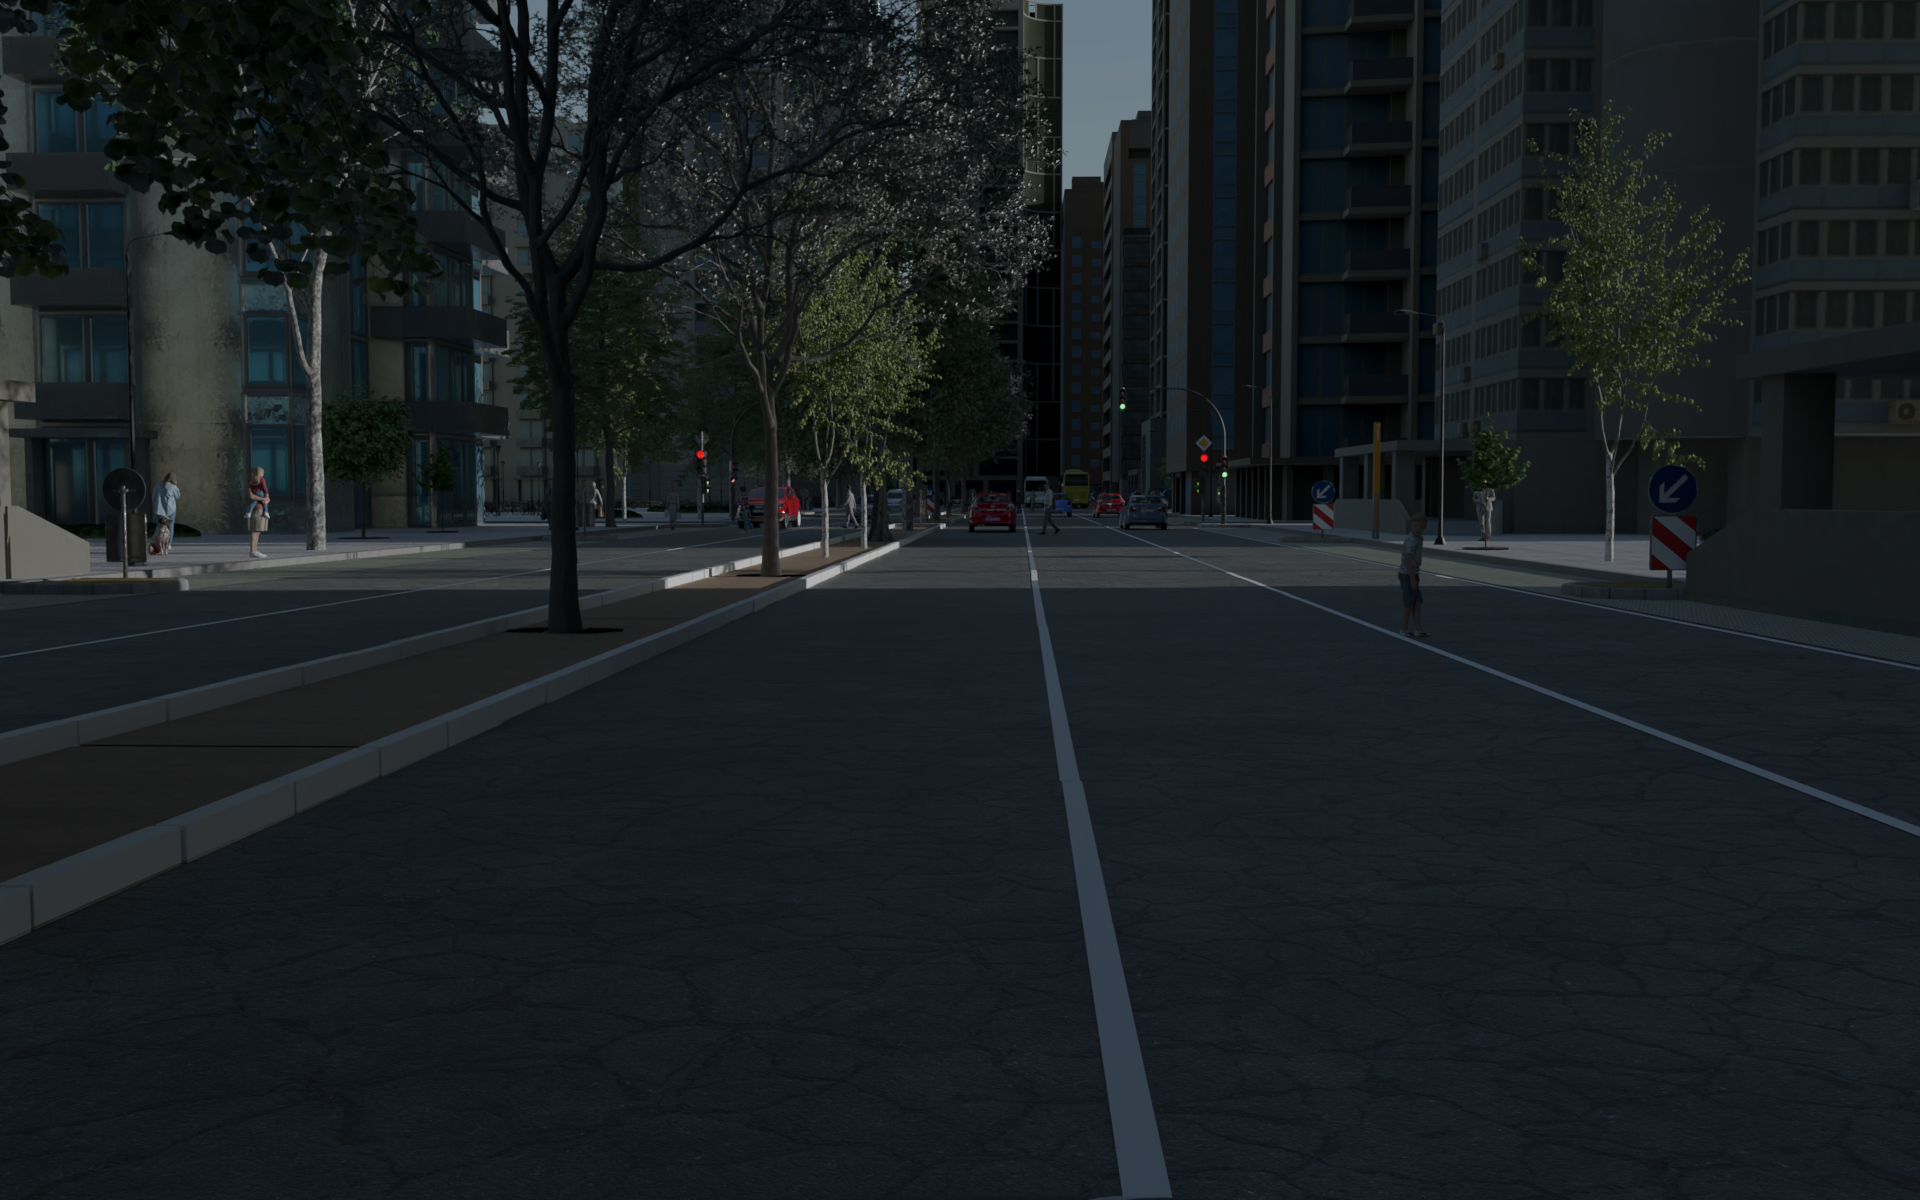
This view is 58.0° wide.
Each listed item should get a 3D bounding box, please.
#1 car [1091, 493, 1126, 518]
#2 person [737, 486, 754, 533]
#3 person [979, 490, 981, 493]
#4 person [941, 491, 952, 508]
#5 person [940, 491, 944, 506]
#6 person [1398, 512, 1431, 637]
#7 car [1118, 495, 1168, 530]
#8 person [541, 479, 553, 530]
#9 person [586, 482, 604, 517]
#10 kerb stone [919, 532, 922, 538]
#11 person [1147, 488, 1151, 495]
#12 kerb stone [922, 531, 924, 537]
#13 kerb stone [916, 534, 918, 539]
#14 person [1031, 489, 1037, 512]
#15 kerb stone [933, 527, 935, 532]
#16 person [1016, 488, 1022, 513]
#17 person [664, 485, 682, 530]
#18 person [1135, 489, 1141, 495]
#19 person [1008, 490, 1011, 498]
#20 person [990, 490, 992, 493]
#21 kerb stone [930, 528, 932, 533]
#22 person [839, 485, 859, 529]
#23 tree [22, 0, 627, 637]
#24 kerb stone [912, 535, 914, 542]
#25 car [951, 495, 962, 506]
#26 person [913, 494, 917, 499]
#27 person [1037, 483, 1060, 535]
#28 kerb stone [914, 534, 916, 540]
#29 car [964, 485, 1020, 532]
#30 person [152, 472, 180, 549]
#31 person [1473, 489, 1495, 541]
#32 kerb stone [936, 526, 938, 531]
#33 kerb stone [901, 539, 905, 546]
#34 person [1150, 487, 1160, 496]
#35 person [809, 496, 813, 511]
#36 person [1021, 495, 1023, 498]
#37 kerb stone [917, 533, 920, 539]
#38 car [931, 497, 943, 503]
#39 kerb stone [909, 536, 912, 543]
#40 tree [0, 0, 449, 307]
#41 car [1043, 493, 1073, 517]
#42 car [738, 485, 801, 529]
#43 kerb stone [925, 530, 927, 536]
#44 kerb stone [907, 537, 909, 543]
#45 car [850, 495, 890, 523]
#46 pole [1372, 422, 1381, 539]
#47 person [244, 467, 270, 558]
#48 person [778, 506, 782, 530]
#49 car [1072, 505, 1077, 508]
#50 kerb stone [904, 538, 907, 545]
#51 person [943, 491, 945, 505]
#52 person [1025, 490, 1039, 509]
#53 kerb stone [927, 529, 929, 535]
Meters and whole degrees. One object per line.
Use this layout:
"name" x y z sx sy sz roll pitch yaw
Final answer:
"car" 8.967 -5.820 104.202 2.155 1.783 4.494 0 4 1
"person" -7.850 -3.311 63.464 0.643 1.720 0.563 -1 4 -15
"person" 2.092 -10.469 179.664 1.348 1.824 0.705 1 4 11
"person" -1.414 -10.375 178.135 1.348 1.822 0.705 3 4 38
"person" -2.278 -12.437 211.837 0.705 1.826 1.348 3 4 37
"person" 4.567 -0.257 17.393 0.332 1.250 0.352 -2 4 -24
"car" 7.487 -3.595 70.787 2.014 1.417 4.499 0 4 2
"person" -14.552 -3.384 61.477 0.694 1.812 0.767 1 4 11
"person" -15.047 -3.957 71.234 0.782 1.767 0.515 0 4 -4
"kerb stone" -1.391 -2.028 55.345 0.120 0.150 1.000 0 4 2
"person" 15.591 -8.400 143.599 0.699 1.804 1.509 0 4 0
"kerb stone" -1.347 -2.090 56.370 0.120 0.150 1.000 0 4 2
"kerb stone" -1.460 -1.898 53.294 0.120 0.150 1.000 0 4 2
"person" 5.893 -7.924 138.238 0.466 1.800 0.511 1 4 14
"kerb stone" -1.098 -2.528 63.541 0.120 0.150 1.000 0 4 2
"person" 4.353 -7.379 128.506 0.474 1.900 0.648 -1 4 -10
"person" -11.437 -3.665 68.780 0.694 1.780 0.624 1 4 16
"person" 11.440 -6.499 114.979 1.509 1.804 0.699 1 4 14
"person" 4.792 -9.877 170.077 0.705 1.812 1.348 1 4 12
"person" 2.998 -9.688 166.771 0.709 1.838 0.599 0 4 5
"kerb stone" -1.163 -2.402 61.489 0.120 0.150 1.000 0 4 2
"person" -4.547 -3.837 71.506 0.850 1.792 0.678 1 4 12
"tree" -4.043 -6.389 17.291 12.009 13.543 11.850 0 3 0
"kerb stone" -1.522 -1.772 51.241 0.120 0.150 1.000 0 4 2
"car" -0.325 -12.100 210.409 1.945 1.354 3.894 0 4 1
"person" -4.522 -10.161 174.576 1.348 1.831 0.705 -3 5 -40
"person" 3.129 -3.217 61.196 0.850 1.850 0.679 -1 4 -12
"kerb stone" -1.490 -1.840 52.272 0.120 0.150 1.000 0 4 2
"car" 1.223 -3.491 66.116 2.155 1.783 4.494 0 4 0
"person" -18.423 -2.067 40.103 0.793 1.790 0.793 -3 5 -42
"person" 14.194 -2.494 47.021 0.606 1.804 0.583 2 4 29
"kerb stone" -1.029 -2.654 65.585 0.120 0.150 1.000 0 4 2
"kerb stone" -1.669 -1.525 47.155 0.120 0.150 1.000 0 4 2
"person" 10.537 -5.203 93.751 0.473 1.802 0.592 -1 4 -12
"person" -11.337 -7.227 129.709 0.738 1.151 1.012 0 4 1
"person" 7.980 -13.532 229.836 0.705 1.814 1.350 -2 4 -33
"kerb stone" -1.424 -1.955 54.317 0.120 0.150 1.000 0 4 2
"car" -2.853 -13.555 230.427 1.959 1.807 4.718 0 4 2
"kerb stone" -1.563 -1.710 50.220 0.120 0.150 1.000 0 4 2
"tree" -4.328 -5.885 5.331 9.857 13.997 8.962 0 3 0
"car" 6.243 -6.162 110.332 1.945 1.707 3.694 0 4 1
"car" -8.010 -3.938 73.063 2.281 1.827 5.304 0 4 4
"kerb stone" -1.286 -2.216 58.420 0.120 0.150 1.000 0 4 2
"kerb stone" -1.599 -1.649 49.198 0.120 0.150 1.000 0 4 2
"car" -4.543 -4.609 87.363 2.014 1.417 4.499 0 4 2
"pole" 11.841 -3.389 49.260 0.158 3.312 0.155 0 3 0
"person" -14.233 -1.778 35.092 0.580 1.828 0.573 3 5 40
"person" -7.338 -3.634 68.274 0.624 1.780 0.694 2 4 29
"car" 11.414 -10.435 182.607 2.014 1.417 4.499 0 4 0
"kerb stone" -1.636 -1.589 48.177 0.120 0.150 1.000 0 4 2
"person" -1.931 -12.773 217.340 1.348 1.824 0.705 -3 5 -44
"person" 6.747 -9.427 162.637 1.348 1.823 0.705 0 4 0
"kerb stone" -1.245 -2.276 59.447 0.120 0.150 1.000 0 4 2
